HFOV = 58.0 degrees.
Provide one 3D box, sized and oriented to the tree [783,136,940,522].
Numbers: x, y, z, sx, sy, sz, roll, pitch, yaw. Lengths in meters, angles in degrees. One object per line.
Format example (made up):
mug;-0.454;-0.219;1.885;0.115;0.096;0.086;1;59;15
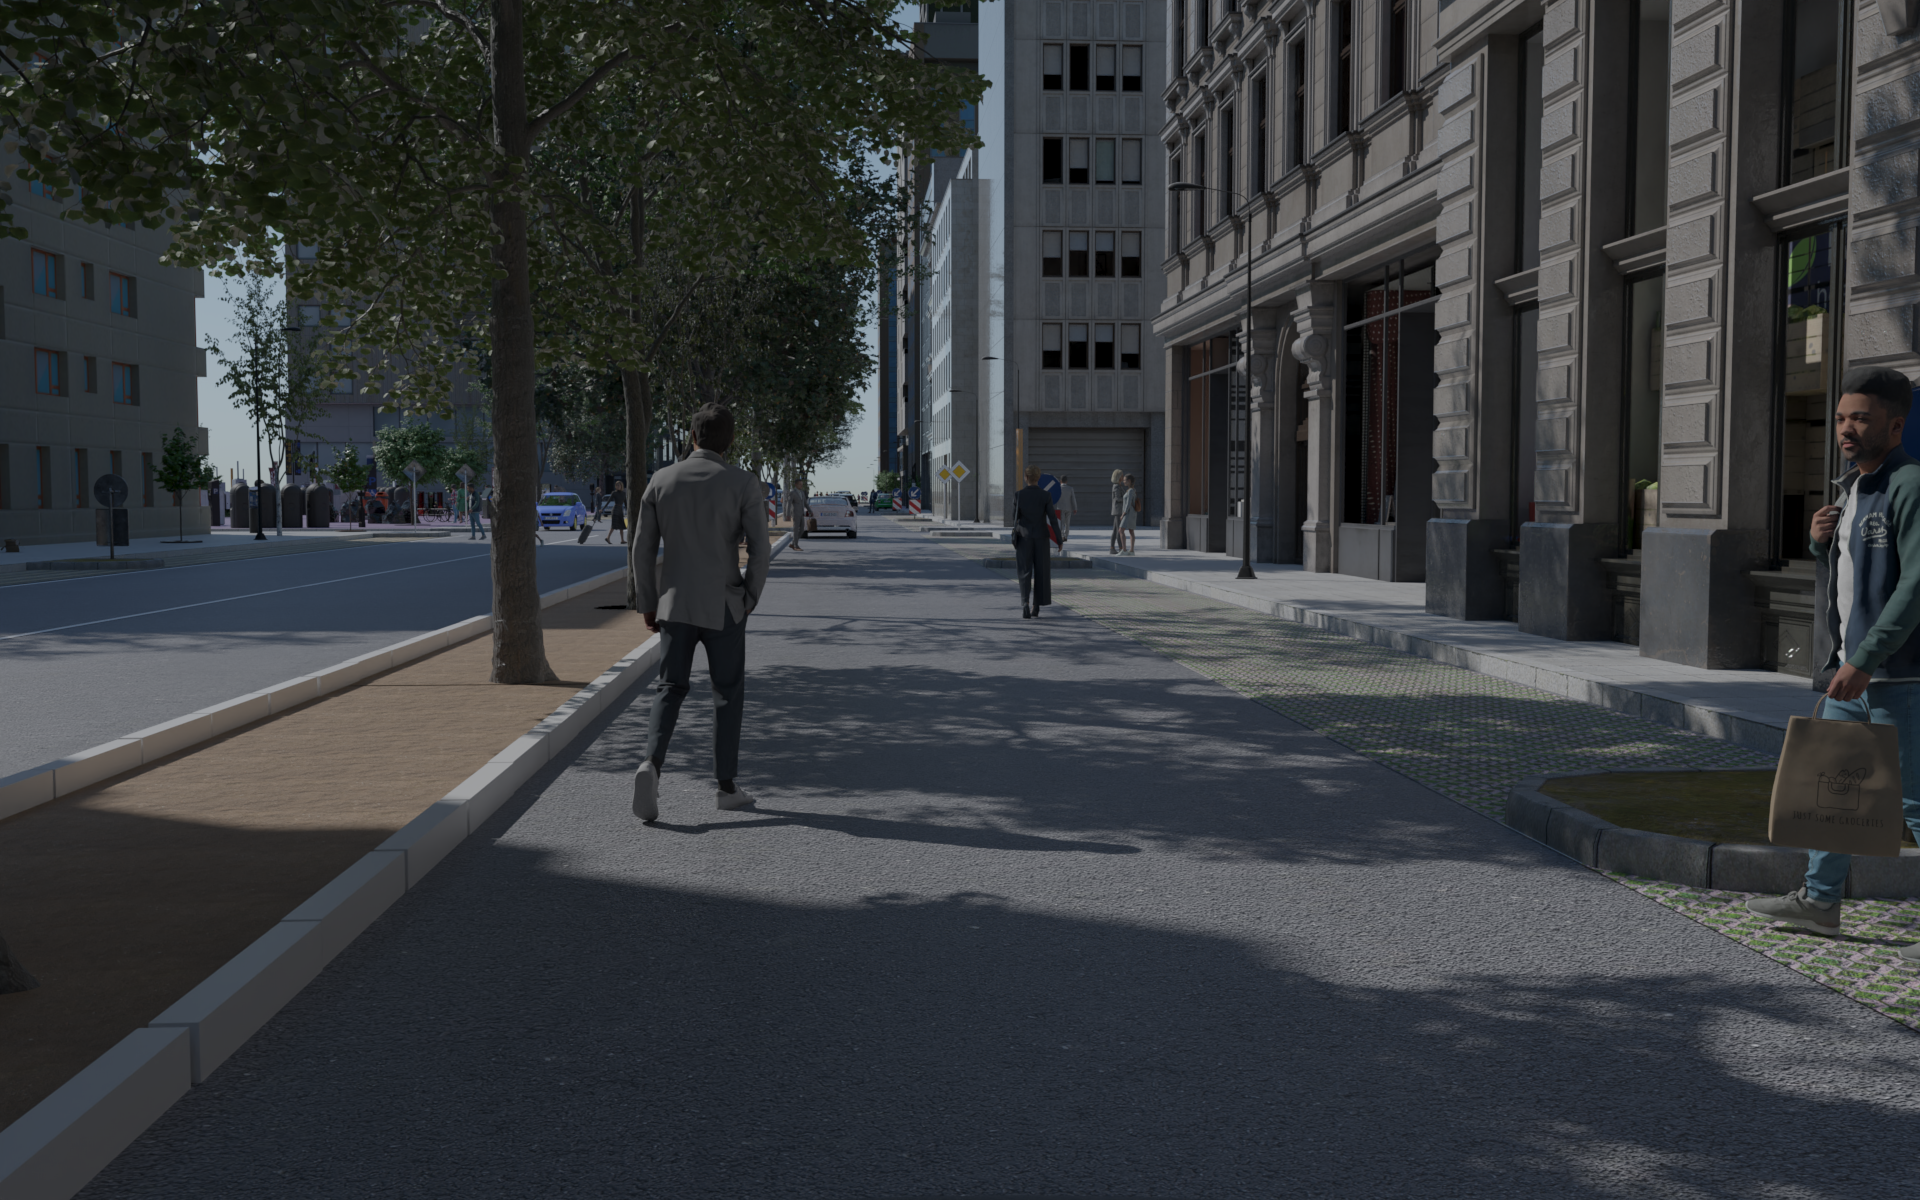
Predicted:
tree;-7.702;-14.075;88.472;12.611;20.169;13.585;0;3;0

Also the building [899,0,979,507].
building;4.271;-45.368;180.016;20.563;71.187;20.611;0;4;-4

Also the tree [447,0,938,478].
tree;-5.273;-7.113;35.767;9.611;12.733;9.660;0;3;0

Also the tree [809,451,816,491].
tree;-7.349;-7.050;68.090;4.360;8.622;3.978;0;3;0

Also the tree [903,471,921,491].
tree;-4.201;-9.805;154.917;1.663;3.219;1.824;0;3;0

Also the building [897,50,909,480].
building;6.406;-37.649;204.796;28.713;52.752;27.495;0;4;-4

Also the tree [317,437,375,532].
tree;-20.580;-3.918;58.657;1.663;3.219;1.824;0;3;0

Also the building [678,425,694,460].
building;-38.000;-26.510;205.139;14.160;30.474;14.107;0;4;-4

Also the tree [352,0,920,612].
tree;-4.050;-5.686;21.179;9.928;11.665;9.643;0;3;0

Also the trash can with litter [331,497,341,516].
trash can with litter;-37.044;-5.594;102.521;2.233;1.210;1.678;-1;4;-21

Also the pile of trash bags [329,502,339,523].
pile of trash bags;-27.375;-4.178;78.066;3.447;1.369;1.912;0;4;7

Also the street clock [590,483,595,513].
street clock;-24.733;-6.844;116.462;0.358;2.002;0.471;0;4;3

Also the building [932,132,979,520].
building;4.156;-14.540;92.477;10.420;20.320;16.860;0;4;-4

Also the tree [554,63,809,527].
tree;-4.583;-4.628;28.482;4.360;8.622;3.978;0;3;0

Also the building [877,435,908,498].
building;2.944;-35.661;274.939;32.217;40.220;23.993;0;4;-4

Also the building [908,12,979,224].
building;2.280;-31.385;163.250;14.600;45.320;14.200;0;4;-4

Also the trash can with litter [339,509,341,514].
trash can with litter;-39.813;-6.178;112.396;0.624;1.170;1.055;1;4;10

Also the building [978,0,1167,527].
building;11.176;-15.590;72.915;19.932;24.808;12.078;0;4;-4

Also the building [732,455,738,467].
building;-48.994;-25.807;266.980;27.650;21.520;28.899;0;4;-4

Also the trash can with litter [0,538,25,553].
trash can with litter;-21.175;-1.632;38.069;1.055;1.170;0.624;-2;4;-31

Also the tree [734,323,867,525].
tree;-8.489;-8.662;78.497;8.767;10.594;7.601;0;4;-4

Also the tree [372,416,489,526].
tree;-22.400;-5.331;70.874;4.285;4.588;4.351;0;3;0

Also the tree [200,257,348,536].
tree;-20.843;-6.268;52.844;4.737;8.622;4.395;0;3;0

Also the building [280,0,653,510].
building;-41.901;-34.472;152.848;28.713;52.752;27.495;0;4;-4

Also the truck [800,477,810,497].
truck;-25.608;-17.693;279.032;2.967;4.110;18.799;0;4;-4

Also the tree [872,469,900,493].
tree;-10.060;-15.132;231.120;4.285;4.588;4.351;0;3;0

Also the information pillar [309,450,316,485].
information pillar;-34.631;-6.198;92.685;0.183;3.616;0.504;0;4;7

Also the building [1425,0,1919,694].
building;10.452;-11.026;9.148;11.050;23.489;19.941;0;4;-4

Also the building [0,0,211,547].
building;-37.474;-11.933;40.138;28.899;21.520;27.650;0;4;-4

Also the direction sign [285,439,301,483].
direction sign;-27.745;-4.899;72.103;0.379;3.537;0.876;1;4;21

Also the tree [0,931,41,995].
tree;-2.815;-5.110;4.132;7.486;12.596;7.792;0;3;0

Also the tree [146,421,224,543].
tree;-20.578;-3.109;45.426;1.663;3.219;1.824;0;3;0

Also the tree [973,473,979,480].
tree;1.606;-5.377;82.520;1.663;3.219;1.824;0;3;0

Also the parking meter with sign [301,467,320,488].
parking meter with sign;-42.482;-7.116;112.611;0.543;3.016;1.738;2;4;29

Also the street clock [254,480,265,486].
street clock;-34.723;-4.974;85.897;0.358;2.002;0.471;2;4;25

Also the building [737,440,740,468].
building;-44.022;-39.030;288.243;14.600;45.320;14.200;0;4;-4

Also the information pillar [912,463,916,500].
information pillar;-3.424;-8.416;128.963;0.183;3.616;0.504;-2;4;-28

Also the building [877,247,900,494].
building;-6.891;-39.383;294.023;14.600;45.320;14.200;0;4;-4

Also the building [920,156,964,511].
building;3.459;-19.199;131.923;12.078;24.808;19.932;0;4;-4

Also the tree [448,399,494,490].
tree;-37.517;-11.228;133.939;4.737;8.622;4.395;0;3;0

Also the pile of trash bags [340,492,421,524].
pile of trash bags;-25.101;-4.018;75.454;3.447;1.369;1.912;3;4;37

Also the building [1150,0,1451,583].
building;9.252;-11.527;39.376;10.553;20.767;40.483;0;4;-4

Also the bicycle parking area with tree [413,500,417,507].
bicycle parking area with tree;-36.466;-8.142;120.116;8.231;4.147;9.016;-1;4;-11

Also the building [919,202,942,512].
building;3.659;-16.834;111.390;11.583;22.565;21.152;0;4;-4

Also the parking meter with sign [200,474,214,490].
parking meter with sign;-59.122;-8.491;135.082;0.543;3.016;1.738;2;4;31

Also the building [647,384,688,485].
building;-40.655;-34.403;182.091;23.786;49.044;30.456;0;4;-4
